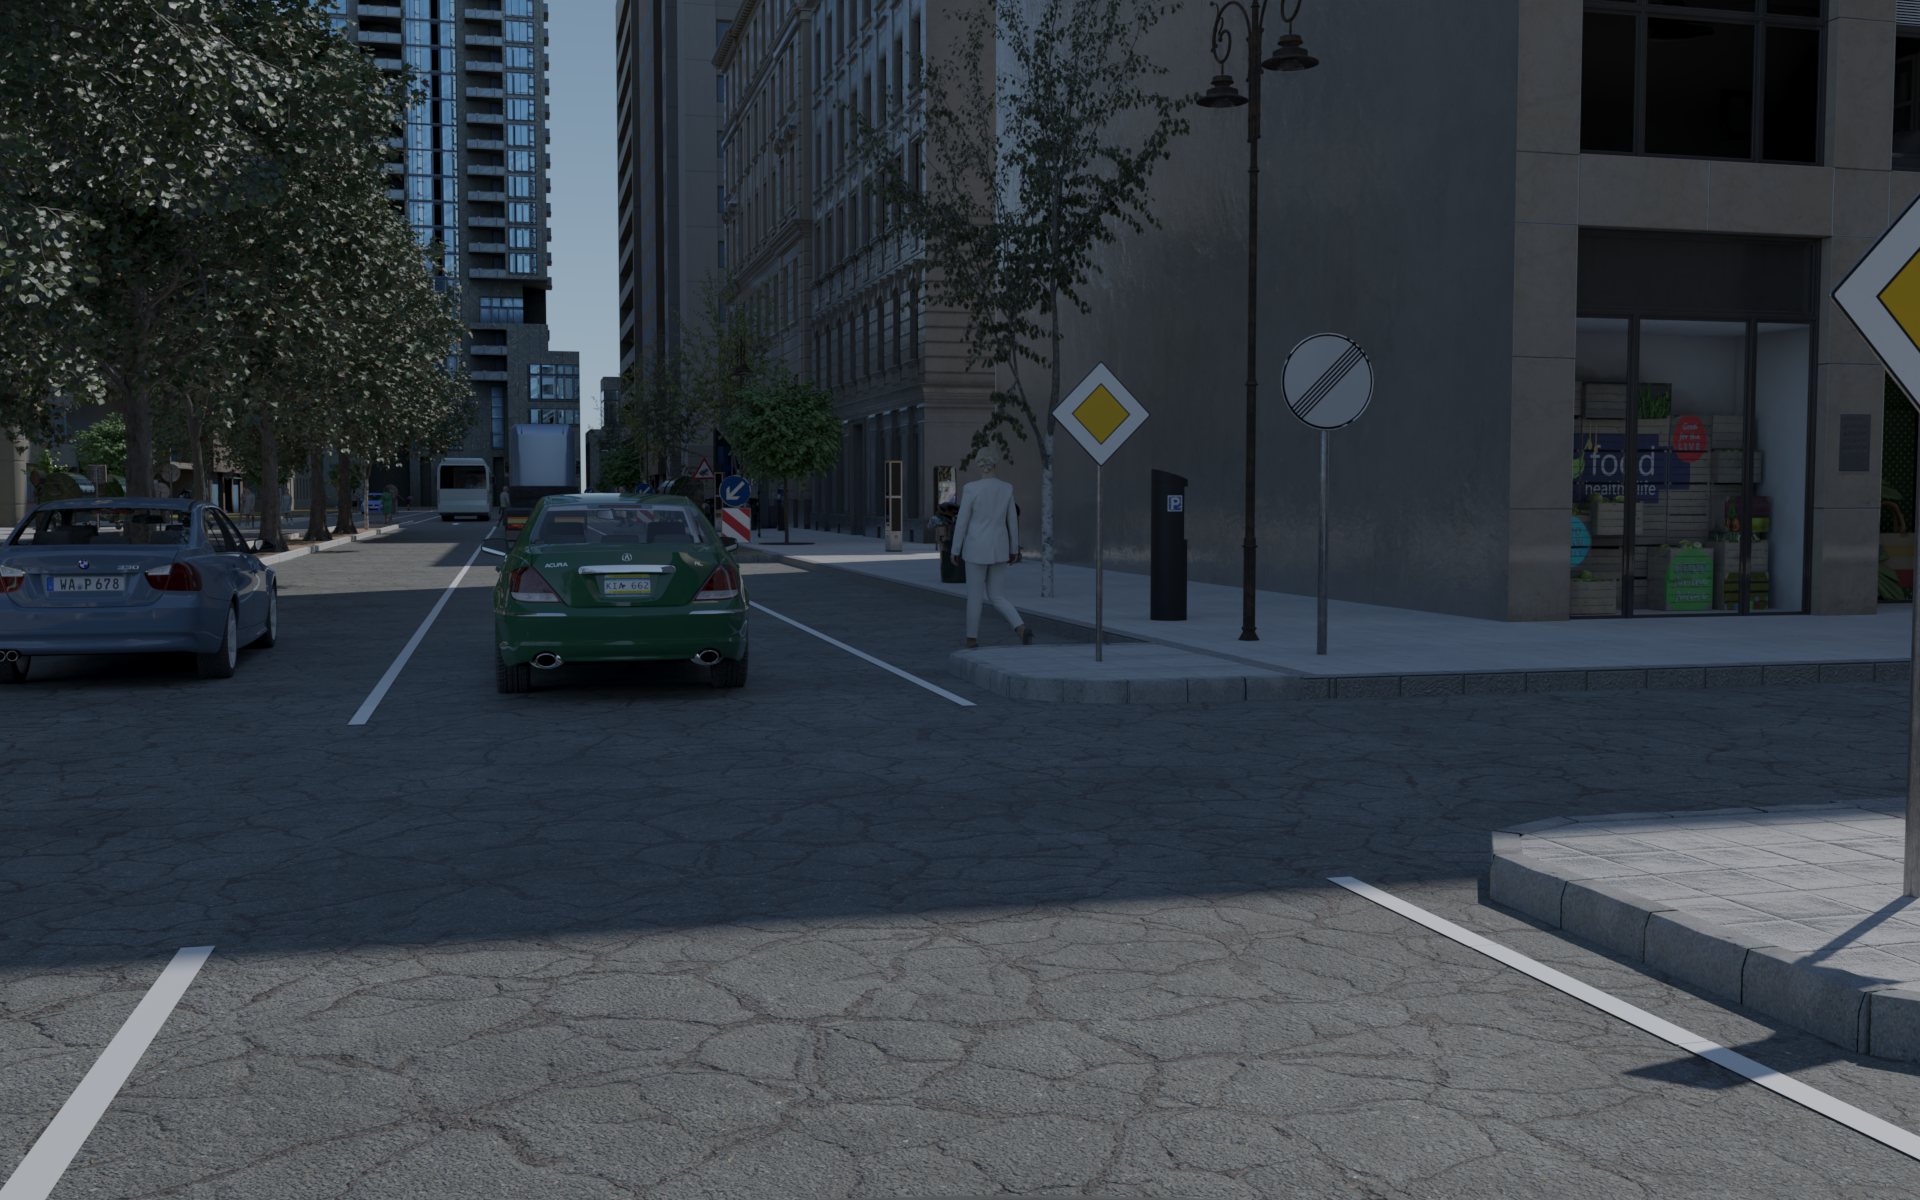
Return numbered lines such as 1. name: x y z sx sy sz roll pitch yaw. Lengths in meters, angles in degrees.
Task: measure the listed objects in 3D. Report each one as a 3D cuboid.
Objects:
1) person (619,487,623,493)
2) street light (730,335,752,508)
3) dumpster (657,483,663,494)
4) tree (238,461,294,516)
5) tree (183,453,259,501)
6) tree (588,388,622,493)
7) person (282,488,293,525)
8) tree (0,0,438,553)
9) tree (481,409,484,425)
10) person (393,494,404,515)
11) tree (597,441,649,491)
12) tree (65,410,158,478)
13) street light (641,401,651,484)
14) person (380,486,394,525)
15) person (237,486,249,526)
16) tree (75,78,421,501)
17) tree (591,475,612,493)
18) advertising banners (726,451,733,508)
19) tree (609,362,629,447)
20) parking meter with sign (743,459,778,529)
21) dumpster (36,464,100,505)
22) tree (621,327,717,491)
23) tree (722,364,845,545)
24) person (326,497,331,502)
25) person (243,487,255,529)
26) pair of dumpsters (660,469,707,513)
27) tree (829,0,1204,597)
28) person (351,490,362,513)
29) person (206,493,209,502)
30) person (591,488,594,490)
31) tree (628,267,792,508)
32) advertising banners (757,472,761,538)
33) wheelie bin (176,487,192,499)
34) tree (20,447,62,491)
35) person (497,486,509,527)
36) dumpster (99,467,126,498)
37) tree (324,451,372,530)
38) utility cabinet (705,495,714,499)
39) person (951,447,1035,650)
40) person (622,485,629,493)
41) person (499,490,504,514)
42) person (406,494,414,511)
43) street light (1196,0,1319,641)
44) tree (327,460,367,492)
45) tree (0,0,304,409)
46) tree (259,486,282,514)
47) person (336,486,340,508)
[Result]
1. person: -15.849 -4.413 81.130 0.782 1.767 0.515 2 4 30
2. street light: -6.383 -4.760 50.607 0.468 5.910 1.993 -1 4 -14
3. dumpster: -11.948 -4.070 72.305 1.264 1.857 1.865 -1 4 -14
4. tree: -41.329 -7.314 103.297 4.285 4.588 4.351 0 3 0
5. tree: -37.617 -8.280 85.748 4.737 8.622 4.395 0 3 0
6. tree: -23.783 -10.383 120.123 4.360 8.622 3.978 0 3 0
7. person: -30.929 -4.291 79.663 0.512 1.701 0.522 -1 4 -9
8. tree: -16.975 -7.516 42.344 9.611 12.733 9.660 0 3 0
9. tree: -19.586 -8.138 52.530 9.611 12.733 9.660 0 3 0
10. person: -39.200 -6.789 120.223 1.217 1.743 0.721 -1 4 -13
11. tree: -21.086 -7.631 108.476 4.285 4.588 4.351 0 3 0
12. tree: -33.067 -5.138 67.728 4.285 4.588 4.351 0 3 0
13. street light: -15.552 -6.932 86.127 0.468 5.910 1.993 -1 4 -14
14. person: -26.678 -4.397 80.636 0.600 1.795 0.529 -2 4 -28
15. person: -31.878 -4.177 77.134 0.599 1.781 0.374 0 4 -2
16. tree: -14.879 -5.939 33.974 8.767 10.594 7.601 -1 4 -14
17. tree: -29.788 -9.196 144.958 1.663 3.219 1.824 0 3 0
18. advertising banners: -8.813 -4.296 66.421 0.090 3.025 2.074 0 4 -1
19. tree: -16.481 -8.638 91.591 4.737 8.622 4.395 0 3 0
20. parking meter with sign: -7.378 -4.130 63.782 0.543 3.016 1.738 2 4 28
21. dumpster: -29.216 -3.301 56.459 1.502 2.255 1.985 -1 4 -14
22. tree: -12.679 -7.686 76.032 4.360 8.622 3.978 0 3 0
23. tree: -4.433 -3.700 44.203 4.285 4.588 4.351 0 3 0
24. person: -40.618 -6.209 110.022 1.348 1.824 0.705 -3 5 -42
25. person: -29.405 -3.819 71.699 0.466 1.731 0.760 -1 4 -17
26. pair of dumpsters: -10.996 -4.065 68.951 1.574 2.255 4.437 -1 4 -14
27. tree: 0.859 -4.345 21.399 4.360 8.622 3.978 0 3 0
28. person: -45.368 -7.377 129.896 1.217 1.735 0.721 1 4 9
29. person: -30.888 -3.792 70.594 0.850 1.850 0.679 -1 4 -20
30. person: -24.775 -6.606 116.516 0.705 1.824 1.348 0 4 -8
31. tree: -7.237 -6.426 55.420 4.737 8.622 4.395 0 3 0
32. advertising banners: -5.982 -3.391 51.631 0.090 3.025 2.074 0 4 -5
33. wheelie bin: -34.733 -4.260 77.564 0.693 1.594 0.980 -2 4 -26
34. tree: -32.725 -4.131 62.145 1.663 3.219 1.824 0 3 0
35. person: -19.711 -4.043 75.087 0.782 1.767 0.515 3 5 42
36. dumpster: -30.567 -3.645 62.091 1.502 2.255 1.985 -1 4 -14
37. tree: -23.746 -7.109 69.054 4.360 8.622 3.978 0 3 0
38. utility cabinet: -11.912 -4.335 82.032 0.306 1.237 1.020 2 4 33
39. person: 0.279 -0.409 15.071 0.818 1.842 0.514 3 5 41
40. person: -14.687 -4.110 75.802 0.767 1.812 0.694 1 4 21
41. person: -32.525 -6.950 123.048 0.530 1.710 0.541 -1 4 -12
42. person: -47.729 -8.476 150.308 0.697 1.427 0.421 -2 4 -33
43. street light: 2.536 -2.583 15.024 0.468 5.910 1.993 -1 4 -14
44. tree: -52.592 -10.091 148.700 4.285 4.588 4.351 0 3 0
45. tree: -9.680 -6.417 14.031 9.857 13.997 8.962 0 3 0
46. tree: -43.750 -9.816 110.850 4.737 8.622 4.395 0 3 0
47. person: -27.516 -4.203 77.198 0.573 1.828 0.580 1 4 14
